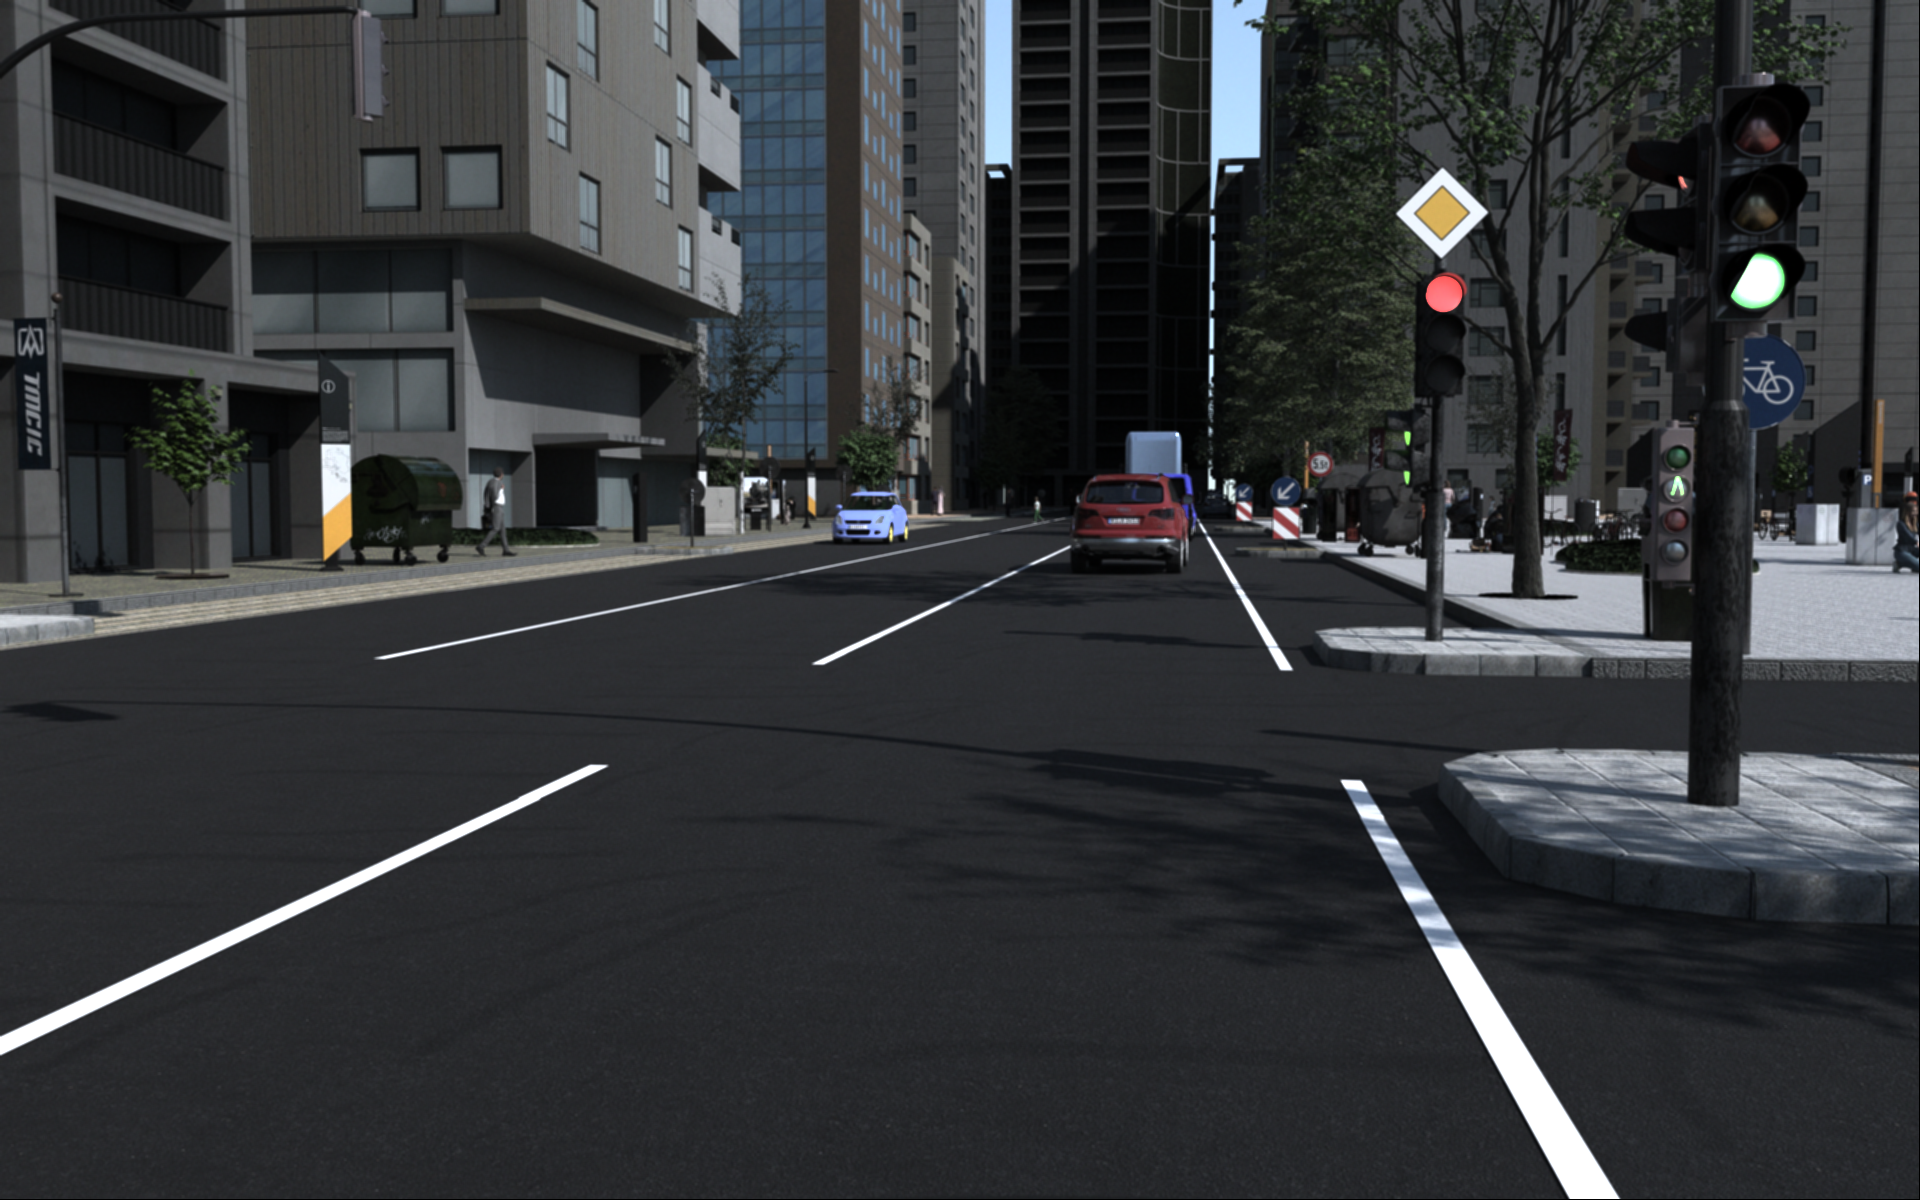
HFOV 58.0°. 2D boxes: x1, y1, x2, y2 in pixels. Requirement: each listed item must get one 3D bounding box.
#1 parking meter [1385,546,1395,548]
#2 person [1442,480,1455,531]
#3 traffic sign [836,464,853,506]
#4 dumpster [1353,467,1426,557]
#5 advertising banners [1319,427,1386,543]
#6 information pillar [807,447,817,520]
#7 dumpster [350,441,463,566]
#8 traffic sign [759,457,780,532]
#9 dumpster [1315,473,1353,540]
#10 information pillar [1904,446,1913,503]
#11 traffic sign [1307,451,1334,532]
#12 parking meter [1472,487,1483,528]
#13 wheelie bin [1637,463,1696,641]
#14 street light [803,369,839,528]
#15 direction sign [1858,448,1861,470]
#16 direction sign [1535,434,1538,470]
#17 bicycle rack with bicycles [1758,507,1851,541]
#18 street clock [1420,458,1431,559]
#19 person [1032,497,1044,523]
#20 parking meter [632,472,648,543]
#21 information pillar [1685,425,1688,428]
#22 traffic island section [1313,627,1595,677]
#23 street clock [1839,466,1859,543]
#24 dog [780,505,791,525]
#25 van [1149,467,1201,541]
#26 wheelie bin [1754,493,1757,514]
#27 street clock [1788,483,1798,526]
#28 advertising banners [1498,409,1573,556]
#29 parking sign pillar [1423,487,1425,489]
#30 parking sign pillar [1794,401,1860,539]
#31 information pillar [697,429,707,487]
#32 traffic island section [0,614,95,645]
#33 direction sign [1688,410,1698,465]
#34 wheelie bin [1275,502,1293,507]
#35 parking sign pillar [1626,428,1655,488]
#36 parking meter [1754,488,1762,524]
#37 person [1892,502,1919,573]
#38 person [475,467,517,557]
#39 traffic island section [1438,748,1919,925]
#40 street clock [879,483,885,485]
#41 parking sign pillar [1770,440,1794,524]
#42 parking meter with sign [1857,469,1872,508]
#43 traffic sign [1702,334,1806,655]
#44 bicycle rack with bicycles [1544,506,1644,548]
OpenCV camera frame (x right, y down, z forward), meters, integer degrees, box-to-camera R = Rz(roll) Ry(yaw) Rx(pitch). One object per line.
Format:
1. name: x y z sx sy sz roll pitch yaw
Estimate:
1. parking meter: 10.332 -2.192 41.547 0.255 1.863 0.399 1 4 14
2. person: 16.881 -3.250 59.776 0.593 1.750 0.643 -1 4 -19
3. traffic sign: -4.992 -4.556 74.602 0.768 2.556 0.104 1 4 17
4. dumpster: 8.927 -1.841 35.866 1.264 1.857 1.865 0 4 7
5. advertising banners: 10.401 -3.041 45.916 0.090 3.025 2.074 -3 5 -41
6. information pillar: -7.373 -5.769 85.671 0.504 3.616 0.183 -1 4 -21
7. dumpster: -10.192 -1.783 31.645 1.502 2.255 1.985 0 4 7
8. traffic sign: -6.512 -3.615 59.215 0.768 2.556 0.104 1 4 17
9. dumpster: 10.630 -2.607 48.382 1.264 1.857 1.865 0 4 7
10. information pillar: 46.397 -5.711 84.729 0.183 3.616 0.504 0 4 -8
11. traffic sign: 10.716 -3.147 51.556 0.768 2.556 0.104 1 4 12
12. parking meter: 19.591 -3.496 65.563 0.372 1.533 0.369 0 3 0
13. wheelie bin: 6.344 -0.449 15.251 0.693 1.594 0.980 1 4 10
14. street light: -5.201 -5.630 64.588 1.470 5.913 1.316 0 4 7
15. direction sign: 44.074 -5.732 85.719 0.876 3.537 0.379 1 4 12
16. direction sign: 21.386 -4.451 64.772 0.379 3.537 0.876 3 5 40
17. bicycle rack with bicycles: 23.398 -2.085 47.479 2.852 0.926 2.925 1 4 13
18. street clock: 9.260 -1.820 34.328 0.358 2.002 0.471 0 4 -8
19. person: 3.816 -4.414 84.912 0.590 1.304 0.306 1 4 22
20. parking meter: -8.480 -2.457 45.886 0.255 1.863 0.399 -3 4 -38
21. information pillar: 21.366 -3.633 50.758 0.183 3.616 0.504 -1 4 -9
22. traffic island section: 4.164 0.437 15.138 2.009 0.180 2.903 0 4 7
23. street clock: 23.272 -2.497 45.395 0.471 2.002 0.358 -2 4 -24
24. dog: -7.363 -3.556 72.512 0.800 0.831 0.513 -3 4 -38
25. van: 6.396 -3.054 54.311 2.240 2.365 5.245 1 4 9
26. wheelie bin: 23.304 -2.673 51.618 0.980 1.594 0.693 -2 4 -27
27. street clock: 32.619 -3.871 67.858 0.471 2.002 0.358 -3 5 -40
28. advertising banners: 12.131 -2.467 36.525 0.090 3.025 2.074 -2 4 -24
29. parking sign pillar: 19.994 -5.355 76.030 1.447 3.967 1.447 3 4 37
30. parking sign pillar: 25.451 -3.795 50.517 1.447 3.967 1.447 0 4 -1
31. information pillar: -9.285 -4.342 62.352 0.183 3.616 0.504 2 4 28
32. traffic island section: -9.960 0.326 16.953 2.009 0.180 2.903 0 4 7
33. direction sign: 20.004 -3.338 46.570 0.876 3.537 0.379 2 4 31
34. wheelie bin: 12.551 -3.621 67.105 0.693 1.594 0.980 0 4 0
35. parking sign pillar: 27.974 -5.047 70.991 1.447 3.967 1.447 -2 4 -26
36. parking meter: 32.101 -3.756 69.827 0.372 1.533 0.369 0 3 0
37. person: 15.517 -1.005 27.971 1.012 1.151 0.738 -2 4 -24
38. person: -9.547 -1.805 35.648 0.850 1.850 0.679 -1 4 -19
39. traffic island section: 3.146 0.921 7.218 2.009 0.180 2.903 0 4 7
40. street clock: -3.695 -4.887 84.475 0.471 2.002 0.358 0 4 5
41. parking sign pillar: 35.490 -5.236 74.089 1.447 3.967 1.447 0 4 3
42. parking meter with sign: 27.158 -3.420 52.181 0.543 3.016 1.738 0 3 0
43. traffic sign: 6.275 -0.836 13.770 0.768 2.556 0.104 1 4 11
44. bicycle rack with bicycles: 14.958 -1.706 41.268 2.925 0.926 2.852 -3 5 -42
